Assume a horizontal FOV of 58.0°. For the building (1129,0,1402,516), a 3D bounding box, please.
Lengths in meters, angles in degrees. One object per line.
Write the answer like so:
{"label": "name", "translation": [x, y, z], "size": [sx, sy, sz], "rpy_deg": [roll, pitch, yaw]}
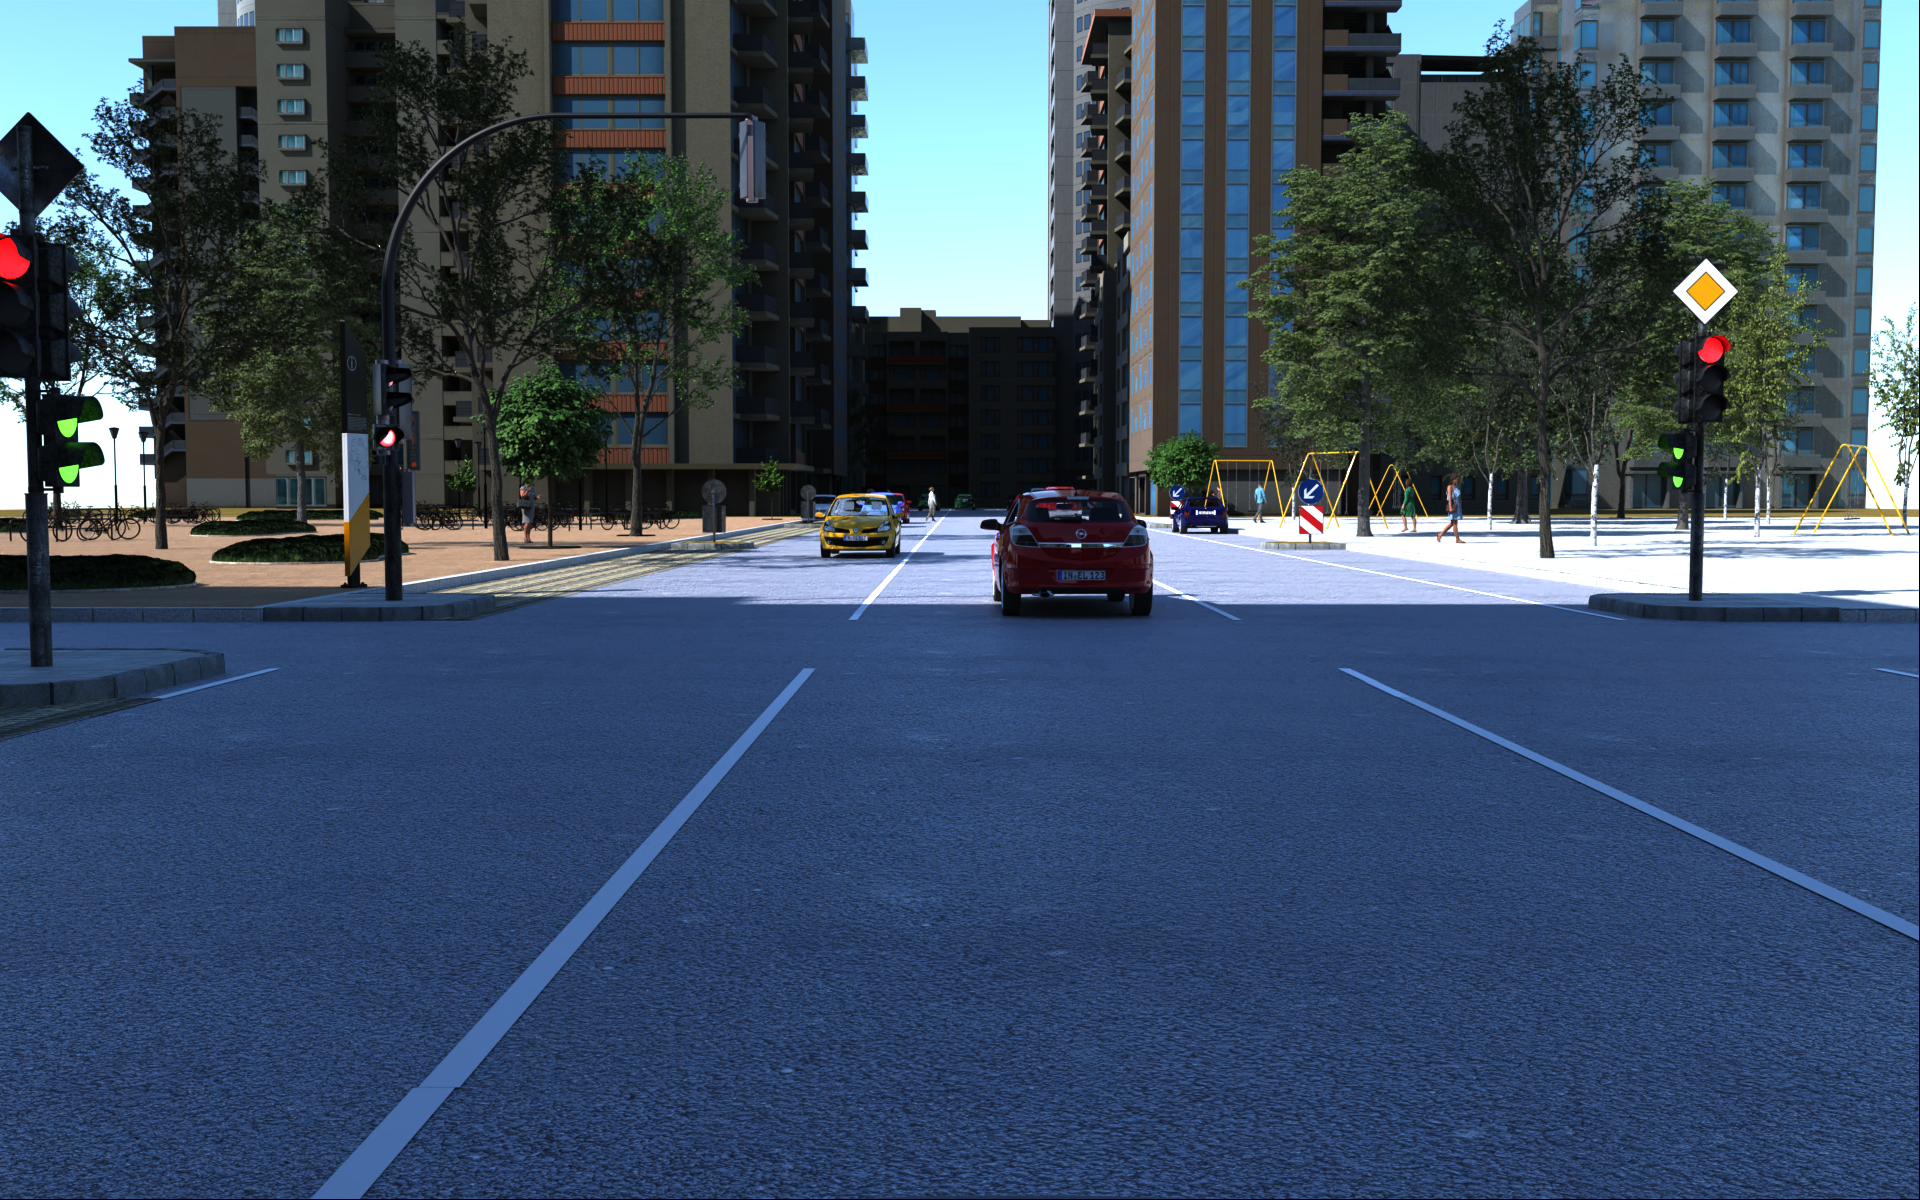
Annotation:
{"label": "building", "translation": [18.024, -27.872, 105.812], "size": [14.600, 45.320, 14.200], "rpy_deg": [0, 4, 0]}

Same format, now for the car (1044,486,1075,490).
{"label": "car", "translation": [4.843, -4.670, 85.021], "size": [2.281, 1.827, 5.304], "rpy_deg": [0, 4, 0]}

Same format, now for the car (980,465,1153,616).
{"label": "car", "translation": [1.346, -0.787, 21.906], "size": [2.155, 1.783, 4.494], "rpy_deg": [0, 4, -1]}

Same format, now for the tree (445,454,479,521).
{"label": "tree", "translation": [-23.676, -5.426, 83.317], "size": [1.663, 3.219, 1.824], "rpy_deg": [0, 3, 0]}

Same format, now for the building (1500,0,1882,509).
{"label": "building", "translation": [66.137, -33.003, 159.211], "size": [30.456, 49.044, 23.786], "rpy_deg": [0, 4, 0]}

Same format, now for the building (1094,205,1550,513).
{"label": "building", "translation": [24.892, -17.333, 128.434], "size": [27.650, 21.520, 28.899], "rpy_deg": [0, 4, 0]}

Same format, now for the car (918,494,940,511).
{"label": "car", "translation": [-2.678, -8.669, 150.530], "size": [1.959, 1.807, 4.718], "rpy_deg": [0, 4, 2]}

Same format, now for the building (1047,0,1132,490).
{"label": "building", "translation": [24.033, -39.544, 188.535], "size": [28.212, 58.520, 21.231], "rpy_deg": [0, 4, 0]}

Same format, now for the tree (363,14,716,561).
{"label": "tree", "translation": [-8.963, -6.057, 33.439], "size": [8.767, 10.594, 7.601], "rpy_deg": [-1, 4, -23]}

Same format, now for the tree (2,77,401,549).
{"label": "tree", "translation": [-18.685, -6.444, 39.768], "size": [8.767, 10.594, 7.601], "rpy_deg": [0, 4, 4]}

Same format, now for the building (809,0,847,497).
{"label": "building", "translation": [-16.047, -29.475, 132.019], "size": [14.600, 45.320, 14.200], "rpy_deg": [0, 4, 0]}

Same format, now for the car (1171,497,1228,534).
{"label": "car", "translation": [8.775, -3.118, 63.563], "size": [1.945, 1.354, 3.894], "rpy_deg": [0, 4, 1]}

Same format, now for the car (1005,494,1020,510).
{"label": "car", "translation": [5.063, -8.842, 154.349], "size": [2.009, 1.686, 4.222], "rpy_deg": [0, 4, -1]}

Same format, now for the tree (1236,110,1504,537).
{"label": "tree", "translation": [12.122, -8.156, 51.478], "size": [7.486, 12.596, 7.792], "rpy_deg": [0, 3, 0]}

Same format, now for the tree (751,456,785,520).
{"label": "tree", "translation": [-9.383, -5.623, 86.531], "size": [1.663, 3.219, 1.824], "rpy_deg": [0, 3, 0]}

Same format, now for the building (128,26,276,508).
{"label": "building", "translation": [-68.003, -31.456, 164.411], "size": [14.200, 45.320, 14.600], "rpy_deg": [0, 4, 0]}

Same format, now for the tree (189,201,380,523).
{"label": "tree", "translation": [-26.405, -9.165, 67.972], "size": [7.486, 12.596, 7.792], "rpy_deg": [0, 3, 0]}

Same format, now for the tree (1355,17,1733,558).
{"label": "tree", "translation": [11.443, -6.121, 34.494], "size": [7.601, 10.594, 8.767], "rpy_deg": [1, 4, 13]}

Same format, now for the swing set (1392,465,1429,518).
{"label": "swing set", "translation": [23.420, -5.829, 92.929], "size": [2.862, 2.851, 3.119], "rpy_deg": [2, 4, 26]}

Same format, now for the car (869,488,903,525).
{"label": "car", "translation": [-3.410, -4.002, 75.020], "size": [1.945, 1.707, 3.694], "rpy_deg": [0, 4, 0]}

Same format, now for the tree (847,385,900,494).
{"label": "tree", "translation": [-9.106, -12.852, 144.542], "size": [8.767, 10.594, 7.601], "rpy_deg": [0, 4, 3]}

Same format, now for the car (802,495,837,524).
{"label": "car", "translation": [-6.598, -4.384, 83.678], "size": [2.014, 1.417, 4.499], "rpy_deg": [0, 4, 0]}

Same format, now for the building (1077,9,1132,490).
{"label": "building", "translation": [22.316, -30.729, 157.042], "size": [22.147, 44.769, 28.867], "rpy_deg": [0, 4, 0]}

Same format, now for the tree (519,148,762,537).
{"label": "tree", "translation": [-9.730, -7.740, 52.306], "size": [9.928, 11.665, 9.643], "rpy_deg": [0, 3, 0]}

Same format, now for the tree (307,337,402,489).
{"label": "tree", "translation": [-27.132, -7.845, 78.625], "size": [4.360, 8.622, 3.978], "rpy_deg": [0, 3, 0]}

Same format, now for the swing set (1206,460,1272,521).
{"label": "swing set", "translation": [13.136, -5.020, 79.704], "size": [3.119, 2.851, 2.862], "rpy_deg": [-1, 4, -16]}

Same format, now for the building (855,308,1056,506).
{"label": "building", "translation": [-4.513, -21.301, 193.317], "size": [28.899, 21.520, 27.650], "rpy_deg": [0, 4, 0]}

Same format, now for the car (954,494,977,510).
{"label": "car", "translation": [0.470, -8.849, 156.478], "size": [2.131, 1.459, 4.920], "rpy_deg": [0, 4, 1]}

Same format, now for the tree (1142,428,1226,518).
{"label": "tree", "translation": [11.968, -6.681, 92.946], "size": [4.285, 4.588, 4.351], "rpy_deg": [0, 3, 0]}

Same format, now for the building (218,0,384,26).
{"label": "building", "translation": [-64.454, -39.569, 188.956], "size": [28.212, 58.520, 21.231], "rpy_deg": [0, 4, 0]}

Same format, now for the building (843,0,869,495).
{"label": "building", "translation": [-23.911, -33.037, 159.756], "size": [30.456, 49.044, 23.786], "rpy_deg": [0, 4, 0]}

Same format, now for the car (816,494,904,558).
{"label": "car", "translation": [-2.291, -1.839, 40.296], "size": [2.015, 1.641, 3.980], "rpy_deg": [0, 4, 1]}

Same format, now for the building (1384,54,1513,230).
{"label": "building", "translation": [43.487, -29.436, 164.874], "size": [14.086, 41.232, 14.154], "rpy_deg": [0, 4, 0]}

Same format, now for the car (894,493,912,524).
{"label": "car", "translation": [-3.412, -4.640, 84.903], "size": [2.155, 1.783, 4.494], "rpy_deg": [0, 4, 1]}

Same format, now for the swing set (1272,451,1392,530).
{"label": "swing set", "translation": [13.827, -4.090, 64.490], "size": [2.862, 2.851, 3.119], "rpy_deg": [-2, 4, -26]}

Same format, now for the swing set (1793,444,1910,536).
{"label": "swing set", "translation": [28.505, -3.524, 55.230], "size": [2.862, 2.851, 3.119], "rpy_deg": [3, 4, 38]}

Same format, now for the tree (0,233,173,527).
{"label": "tree", "translation": [-35.013, -8.652, 67.213], "size": [9.928, 11.665, 9.643], "rpy_deg": [0, 3, 0]}

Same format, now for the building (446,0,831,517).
{"label": "building", "translation": [-19.924, -27.885, 110.552], "size": [22.147, 44.769, 28.867], "rpy_deg": [0, 4, 0]}

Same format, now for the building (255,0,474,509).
{"label": "building", "translation": [-49.939, -32.799, 159.967], "size": [21.600, 48.544, 21.300], "rpy_deg": [0, 4, 0]}
